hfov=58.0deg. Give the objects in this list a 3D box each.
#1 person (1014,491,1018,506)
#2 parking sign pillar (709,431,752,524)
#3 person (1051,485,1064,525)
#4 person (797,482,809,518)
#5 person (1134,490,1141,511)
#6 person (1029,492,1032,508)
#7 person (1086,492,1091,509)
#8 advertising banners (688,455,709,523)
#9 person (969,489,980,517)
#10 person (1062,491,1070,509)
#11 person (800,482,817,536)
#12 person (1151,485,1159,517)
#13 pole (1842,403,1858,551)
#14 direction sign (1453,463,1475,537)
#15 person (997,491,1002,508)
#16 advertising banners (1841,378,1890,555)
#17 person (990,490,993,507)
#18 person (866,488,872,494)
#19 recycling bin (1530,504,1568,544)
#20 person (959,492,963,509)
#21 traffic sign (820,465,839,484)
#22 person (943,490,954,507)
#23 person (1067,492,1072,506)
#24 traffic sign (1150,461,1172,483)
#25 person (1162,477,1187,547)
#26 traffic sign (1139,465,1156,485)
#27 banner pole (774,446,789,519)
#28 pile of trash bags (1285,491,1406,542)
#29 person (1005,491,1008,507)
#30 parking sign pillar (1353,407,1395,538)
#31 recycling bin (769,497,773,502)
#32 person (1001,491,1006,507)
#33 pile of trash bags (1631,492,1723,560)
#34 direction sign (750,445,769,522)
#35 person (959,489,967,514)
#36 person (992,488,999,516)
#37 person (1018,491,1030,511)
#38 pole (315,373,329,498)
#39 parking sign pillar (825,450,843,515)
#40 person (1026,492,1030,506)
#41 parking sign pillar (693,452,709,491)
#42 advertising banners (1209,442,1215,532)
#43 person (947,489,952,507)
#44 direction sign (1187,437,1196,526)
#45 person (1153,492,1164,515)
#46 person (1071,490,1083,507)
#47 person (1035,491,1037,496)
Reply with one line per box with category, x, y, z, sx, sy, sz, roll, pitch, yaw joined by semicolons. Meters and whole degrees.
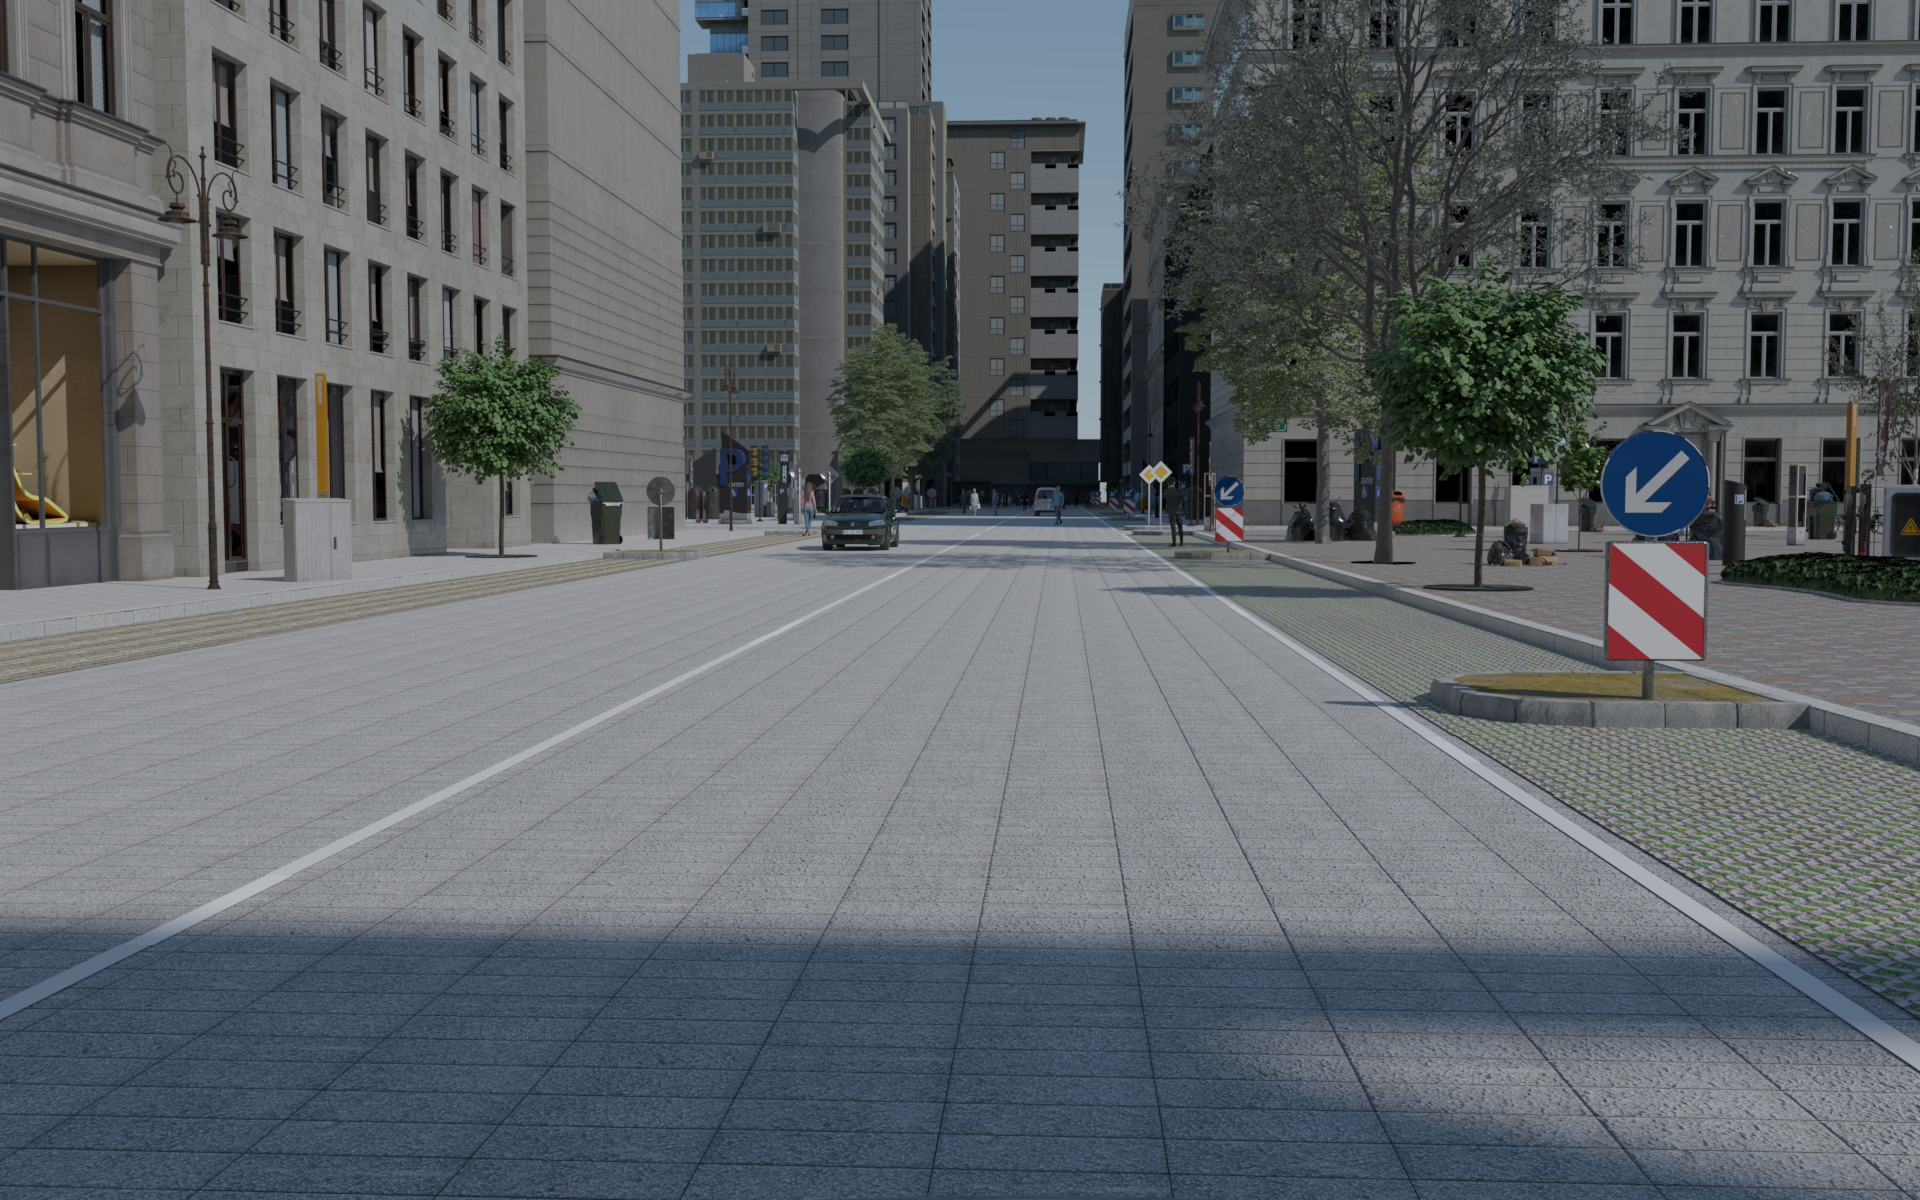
person;6.514;-11.739;200.988;0.434;1.755;0.990;0;4;-3
parking sign pillar;-9.566;-5.207;73.605;1.447;3.967;1.447;1;4;17
person;4.601;-4.416;80.567;0.748;1.841;0.638;-3;5;-41
person;-7.472;-4.605;81.253;0.836;1.842;0.656;-3;5;-43
person;13.255;-7.402;128.876;0.330;1.601;0.589;-3;5;-41
person;7.075;-10.164;176.144;0.415;1.643;0.593;-2;4;-26
person;12.404;-9.598;166.901;0.593;1.643;0.415;-2;4;-34
advertising banners;-11.755;-4.988;77.744;0.090;3.025;2.074;-2;4;-32
person;0.956;-6.203;110.279;0.694;1.780;0.624;2;4;24
person;9.769;-9.330;161.771;1.217;1.743;0.721;-2;4;-33
person;-5.075;-3.035;58.136;0.555;1.821;0.388;-1;4;-12
person;10.741;-5.446;95.429;0.444;1.785;0.601;0;4;-6
pole;19.995;-2.756;38.906;0.158;3.312;0.155;0;3;0
direction sign;14.886;-3.637;51.454;0.876;3.537;0.379;3;5;43
person;4.028;-10.215;175.970;0.683;1.767;0.568;2;4;35
advertising banners;14.185;-1.892;27.130;0.090;3.025;2.074;1;4;12
person;3.563;-11.274;192.692;0.709;1.838;0.599;2;4;30
person;-4.545;-4.871;88.731;0.593;1.750;0.643;-2;4;-24
recycling bin;15.210;-1.968;44.734;0.722;1.027;0.722;0;4;-8
person;0.238;-9.337;162.076;0.530;1.710;0.541;-3;4;-36
traffic sign;-5.249;-4.117;69.496;0.795;2.593;0.064;0;4;3
person;-1.129;-10.340;175.780;1.217;1.739;0.721;0;4;5
person;13.250;-12.356;211.238;1.217;1.743;0.721;1;4;11
traffic sign;7.061;-3.583;60.766;0.795;2.593;0.064;0;4;3
person;5.792;-2.390;46.934;0.648;1.900;0.474;-1;4;-16
traffic sign;7.523;-4.070;68.738;0.795;2.593;0.064;0;4;3
banner pole;-9.338;-6.155;90.648;0.863;3.779;0.401;-1;4;-12
pile of trash bags;10.836;-2.334;47.917;3.447;1.369;1.912;-2;4;-23
person;5.233;-11.391;194.872;0.705;1.807;1.348;1;4;17
parking sign pillar;12.141;-3.836;51.189;1.447;3.967;1.447;-1;4;-15
recycling bin;-14.636;-7.533;135.721;0.722;1.027;0.722;-2;4;-35
person;4.816;-11.144;191.408;0.721;1.736;1.217;-1;4;-23
pile of trash bags;14.731;-1.548;35.063;1.912;1.369;3.447;2;4;32
direction sign;-9.312;-5.415;80.524;0.876;3.537;0.379;-2;4;-24
person;0.199;-7.261;127.400;0.590;1.801;0.661;-2;4;-27
person;2.332;-6.467;114.331;0.391;1.810;0.635;1;4;19
person;5.561;-8.614;150.050;1.217;1.735;0.721;-3;4;-37
pole;-10.801;-2.172;29.357;0.158;3.312;0.155;0;3;0
parking sign pillar;-7.621;-7.224;106.588;1.447;3.967;1.447;-1;4;-23
person;8.398;-12.572;214.847;0.742;1.727;0.445;0;4;4
parking sign pillar;-14.656;-6.784;99.389;1.447;3.967;1.447;0;4;-7
advertising banners;8.539;-3.827;58.751;0.090;3.025;2.074;1;4;13
person;-1.098;-10.470;177.244;0.705;1.822;1.348;1;4;15
direction sign;9.241;-4.716;69.096;0.379;3.537;0.876;1;4;17
person;12.042;-6.008;105.016;0.760;1.731;0.466;1;4;14
person;12.665;-10.991;188.145;1.348;1.831;0.705;1;4;15
person;9.477;-12.574;214.083;0.705;1.824;1.348;0;4;-2
